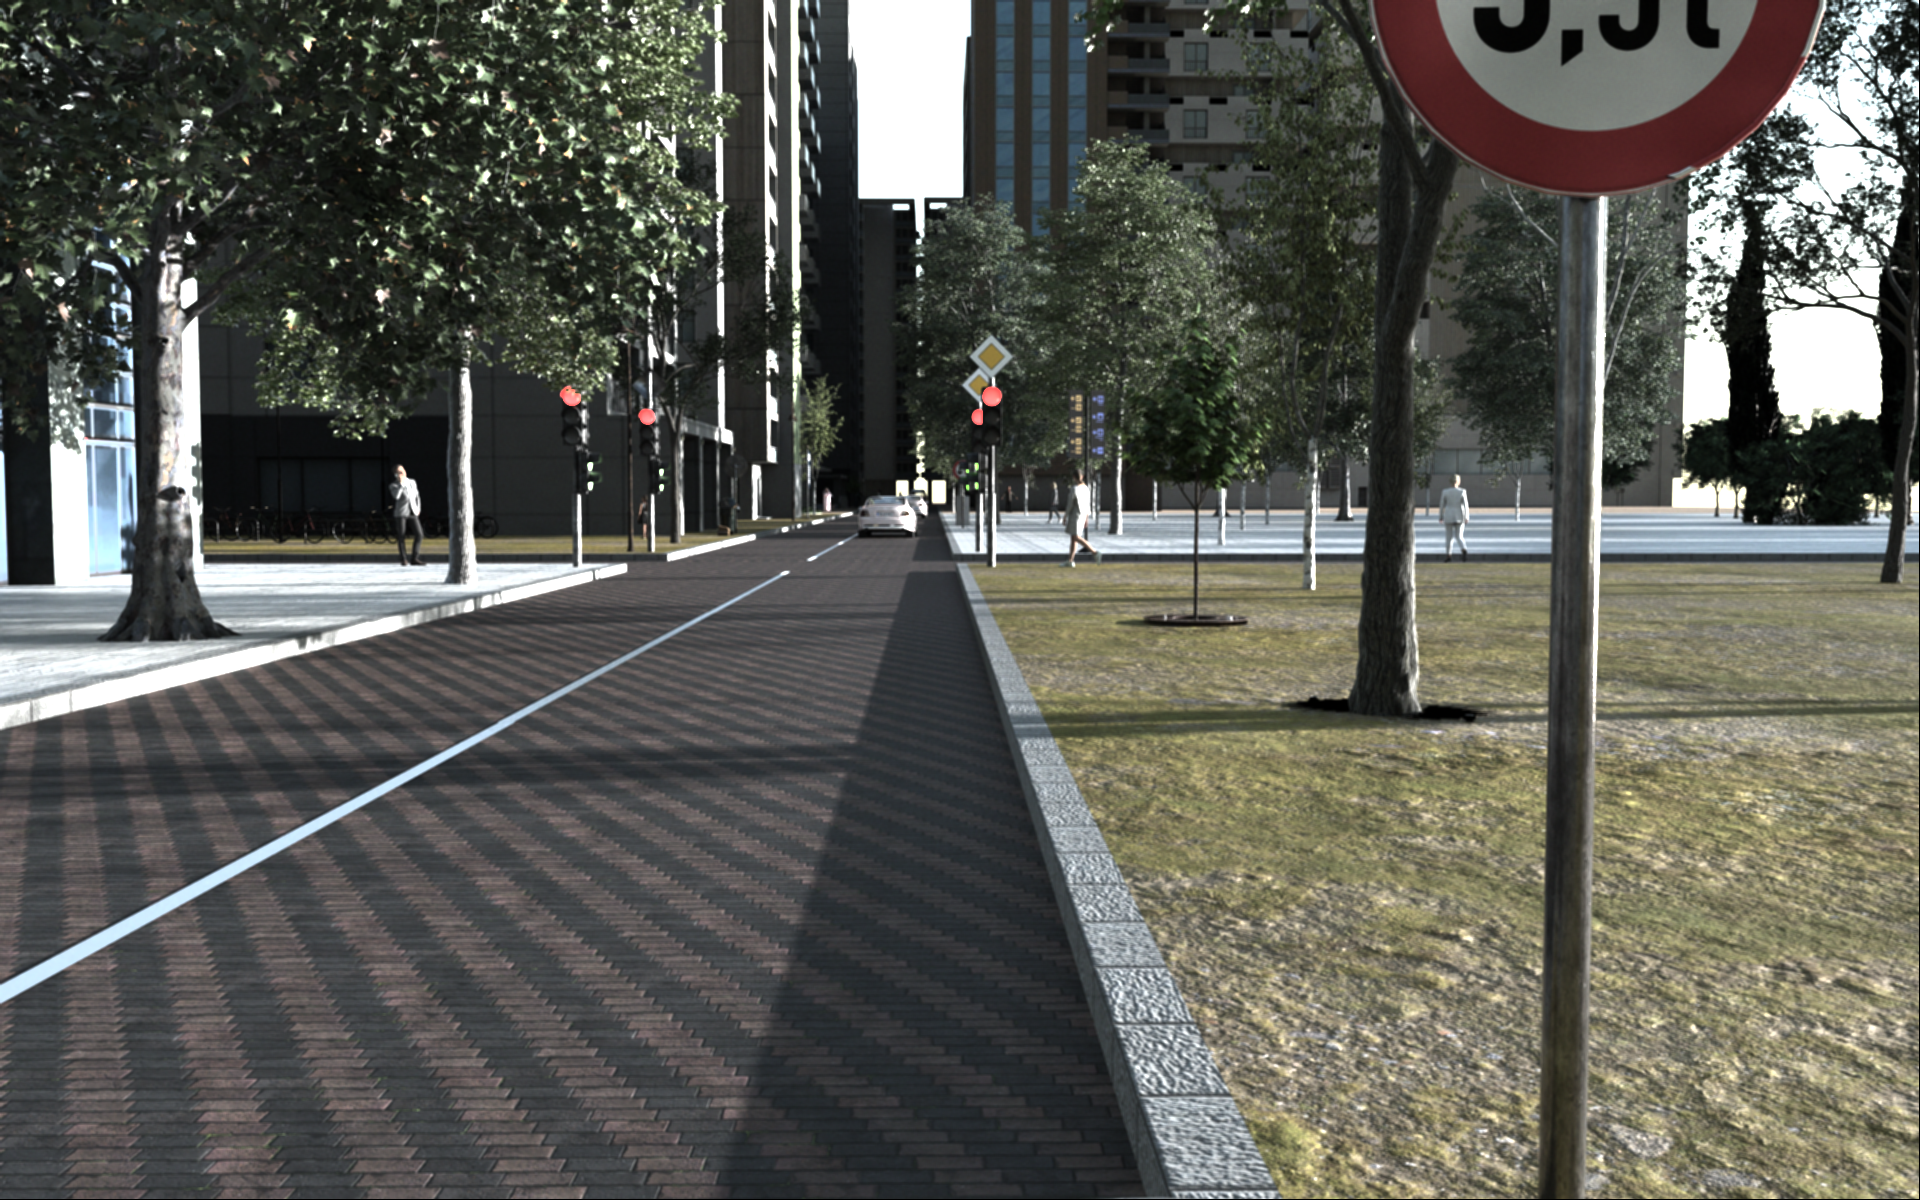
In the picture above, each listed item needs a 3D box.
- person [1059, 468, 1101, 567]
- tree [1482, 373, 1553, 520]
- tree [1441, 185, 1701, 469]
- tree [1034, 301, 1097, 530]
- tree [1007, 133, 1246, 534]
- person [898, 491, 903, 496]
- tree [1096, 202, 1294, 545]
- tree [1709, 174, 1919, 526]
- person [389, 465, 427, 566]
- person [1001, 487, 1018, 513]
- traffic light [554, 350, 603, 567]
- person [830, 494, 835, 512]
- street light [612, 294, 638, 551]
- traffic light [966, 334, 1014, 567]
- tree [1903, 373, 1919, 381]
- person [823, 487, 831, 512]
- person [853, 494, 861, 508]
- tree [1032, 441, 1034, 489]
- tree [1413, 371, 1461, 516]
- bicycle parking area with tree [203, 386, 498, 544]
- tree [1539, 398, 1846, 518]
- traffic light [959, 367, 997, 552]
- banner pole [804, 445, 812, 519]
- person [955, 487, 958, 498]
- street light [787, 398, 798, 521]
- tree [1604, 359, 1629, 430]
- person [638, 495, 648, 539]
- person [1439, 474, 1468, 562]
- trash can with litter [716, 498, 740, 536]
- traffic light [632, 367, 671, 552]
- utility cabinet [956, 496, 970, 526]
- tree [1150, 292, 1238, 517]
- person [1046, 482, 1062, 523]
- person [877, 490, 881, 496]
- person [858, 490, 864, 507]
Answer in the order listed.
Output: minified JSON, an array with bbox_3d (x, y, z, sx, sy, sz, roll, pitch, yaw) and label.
[{"bbox_3d":[2.119,-1.447,30.453,0.760,1.731,0.466,1,4,10],"label":"person"},{"bbox_3d":[27.226,-8.195,84.347,4.360,8.622,3.978,0,3,0],"label":"tree"},{"bbox_3d":[22.504,-9.651,64.444,9.857,13.997,8.962,0,3,0],"label":"tree"},{"bbox_3d":[4.966,-6.844,62.268,4.360,8.622,3.978,0,3,0],"label":"tree"},{"bbox_3d":[5.381,-8.383,55.196,7.486,12.596,7.792,0,3,0],"label":"tree"},{"bbox_3d":[-6.354,-10.894,187.344,0.721,1.743,1.217,3,4,36],"label":"person"},{"bbox_3d":[6.405,-5.671,43.083,4.360,8.622,3.978,0,3,0],"label":"tree"},{"bbox_3d":[40.986,-10.608,75.258,18.604,14.587,13.155,-1,4,-13],"label":"tree"},{"bbox_3d":[-9.887,-1.515,30.995,0.592,1.802,0.473,-2,4,-31],"label":"person"},{"bbox_3d":[3.395,-6.974,120.202,1.348,1.807,0.705,-2,4,-33],"label":"person"},{"bbox_3d":[-6.727,-2.537,30.409,0.839,4.253,0.868,0,4,-1],"label":"traffic light"},{"bbox_3d":[-9.420,-7.169,126.448,0.799,1.438,0.628,2,4,30],"label":"person"},{"bbox_3d":[-7.375,-4.027,38.628,0.468,5.910,1.993,0,4,-1],"label":"street light"},{"bbox_3d":[0.533,-2.545,30.539,0.839,4.253,0.868,0,4,-1],"label":"traffic light"},{"bbox_3d":[43.689,-5.909,59.523,20.602,7.101,11.467,0,4,4],"label":"tree"},{"bbox_3d":[-9.312,-6.989,120.988,0.551,1.740,0.621,-2,4,-33],"label":"person"},{"bbox_3d":[-9.740,-9.602,163.122,0.705,1.814,1.350,-3,4,-38],"label":"person"},{"bbox_3d":[4.209,-9.403,104.098,4.360,8.622,3.978,0,3,0],"label":"tree"},{"bbox_3d":[27.178,-9.233,101.329,4.360,8.622,3.978,0,3,0],"label":"tree"},{"bbox_3d":[-17.468,-3.769,48.631,9.016,4.147,8.231,2,4,25],"label":"bicycle parking area with tree"},{"bbox_3d":[39.793,-8.312,98.801,11.467,7.101,20.602,-2,4,-32],"label":"tree"},{"bbox_3d":[0.407,-3.034,38.523,0.839,4.253,0.868,0,4,-1],"label":"traffic light"},{"bbox_3d":[-7.805,-6.070,89.257,0.401,3.779,0.863,1,4,9],"label":"banner pole"},{"bbox_3d":[-0.205,-7.993,136.740,0.705,1.823,1.348,-1,4,-12],"label":"person"},{"bbox_3d":[-8.009,-6.749,83.127,0.468,5.910,1.993,0,4,-1],"label":"street light"},{"bbox_3d":[27.492,-7.651,75.451,4.737,8.622,4.395,0,3,0],"label":"tree"},{"bbox_3d":[-9.100,-2.391,49.798,0.373,1.253,0.362,3,5,44],"label":"person"},{"bbox_3d":[10.273,-1.686,35.942,0.514,1.842,0.818,0,4,-8],"label":"person"},{"bbox_3d":[-7.223,-2.595,53.813,0.624,1.170,1.055,0,4,1],"label":"trash can with litter"},{"bbox_3d":[-6.853,-3.026,38.393,0.839,4.253,0.868,0,4,-1],"label":"traffic light"},{"bbox_3d":[0.113,-3.623,70.406,0.306,1.237,1.020,-1,4,-17],"label":"utility cabinet"},{"bbox_3d":[14.999,-11.090,98.336,9.611,12.733,9.660,0,3,0],"label":"tree"},{"bbox_3d":[4.114,-4.238,75.510,0.728,1.800,0.709,-1,4,-12],"label":"person"},{"bbox_3d":[-6.099,-7.277,128.262,0.721,1.735,1.217,0,4,5],"label":"person"},{"bbox_3d":[-9.840,-9.998,170.327,1.217,1.723,0.721,3,4,37],"label":"person"}]
